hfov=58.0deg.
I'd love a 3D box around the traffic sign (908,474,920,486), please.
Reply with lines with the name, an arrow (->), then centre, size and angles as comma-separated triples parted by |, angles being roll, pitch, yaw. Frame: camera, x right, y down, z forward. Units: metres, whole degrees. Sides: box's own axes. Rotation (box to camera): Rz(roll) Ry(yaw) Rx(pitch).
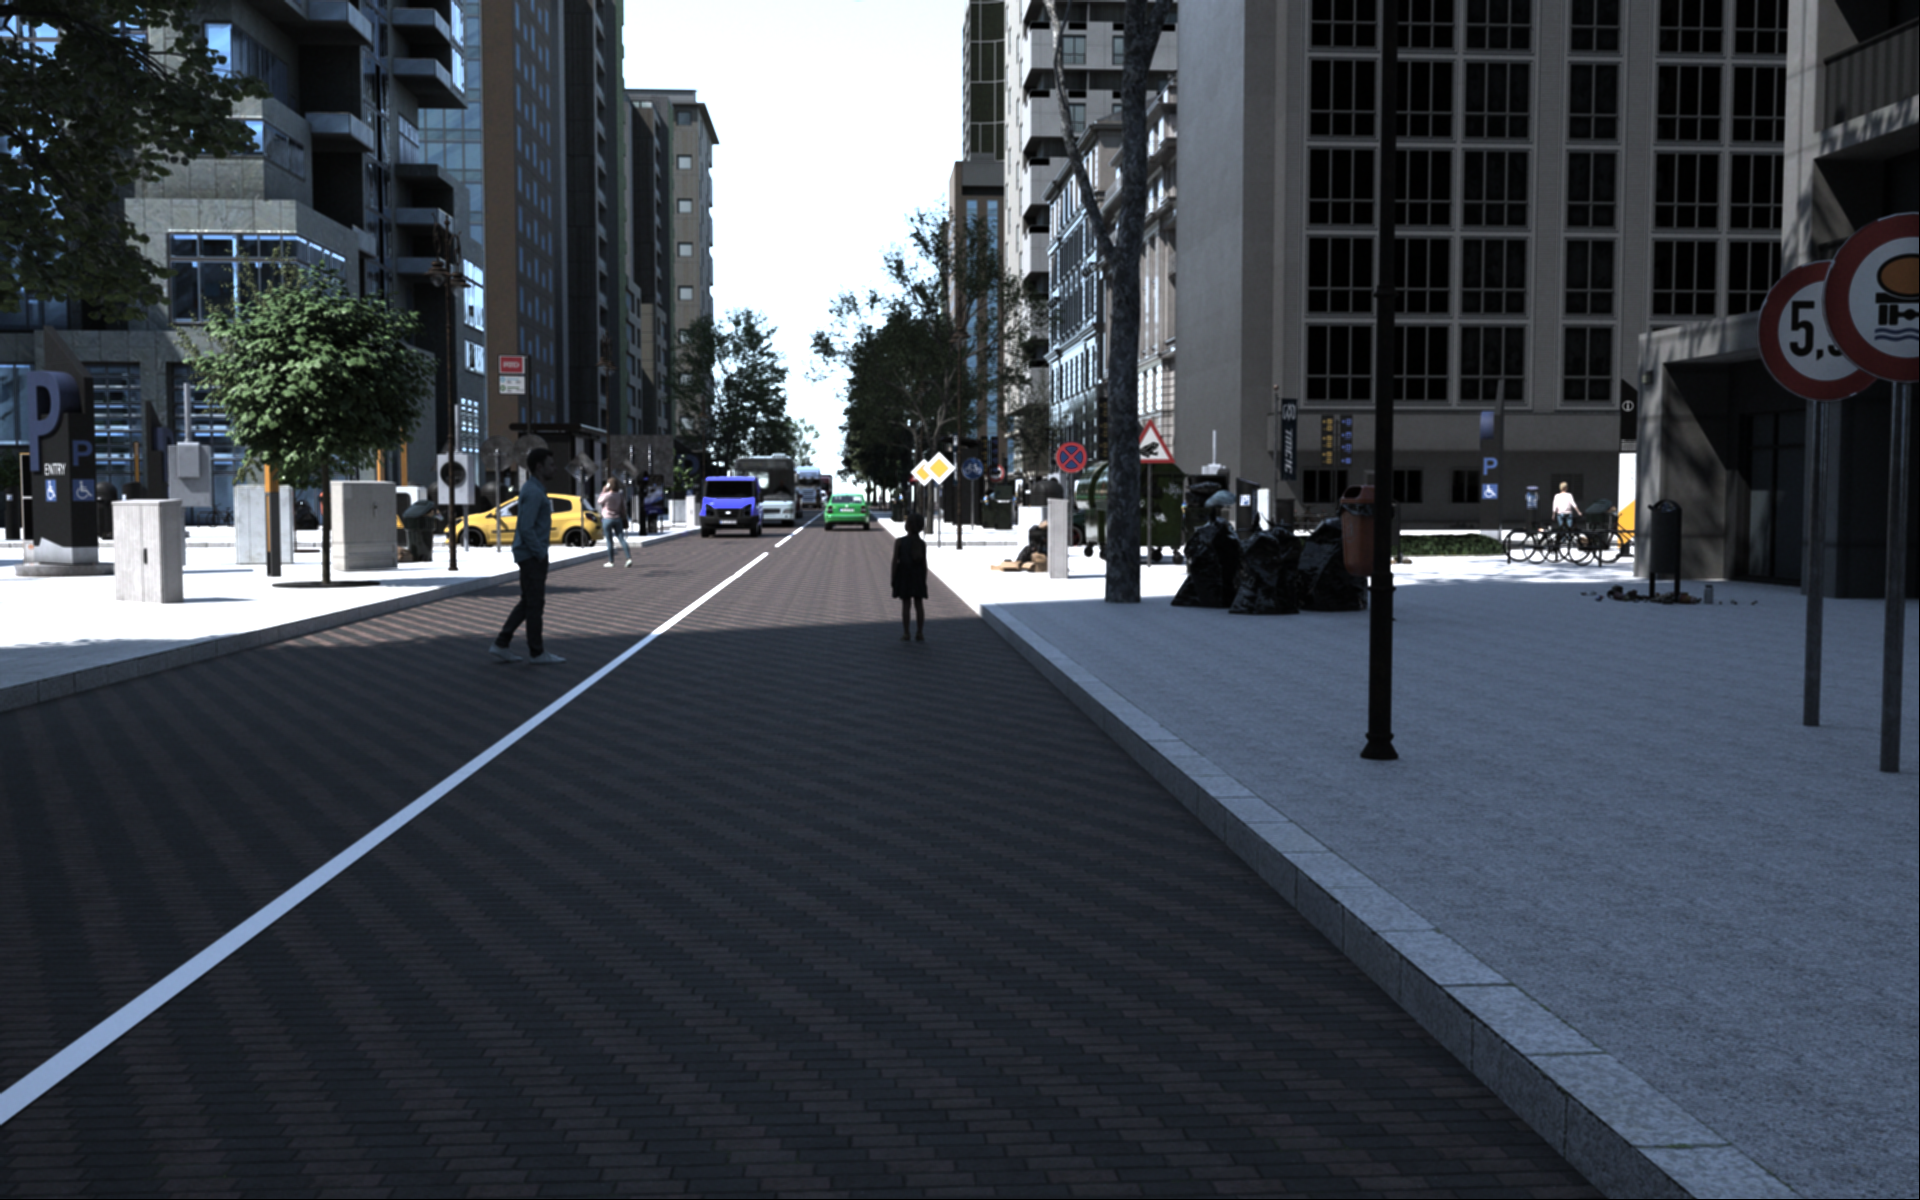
traffic sign -> -2.767, -6.411, 104.926 | 0.768, 2.556, 0.104 | 0, 4, -1

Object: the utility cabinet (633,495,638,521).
utility cabinet -> -15.460, -4.365, 82.525 | 0.306, 1.237, 1.020 | -1, 4, -18

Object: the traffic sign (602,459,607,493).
traffic sign -> -12.808, -3.844, 62.947 | 0.768, 2.556, 0.104 | 0, 4, 6

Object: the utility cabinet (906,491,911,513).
utility cabinet -> -3.369, -6.095, 108.330 | 0.318, 1.500, 1.173 | 1, 4, 13

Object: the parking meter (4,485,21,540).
parking meter -> -26.752, -2.475, 48.885 | 0.372, 1.533, 0.369 | 0, 3, 0

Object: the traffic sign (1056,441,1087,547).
traffic sign -> 2.692, -2.553, 41.854 | 0.768, 2.556, 0.104 | 0, 4, 6

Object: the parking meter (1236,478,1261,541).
parking meter -> 4.424, -1.113, 26.614 | 0.372, 1.533, 0.369 | 0, 3, 0

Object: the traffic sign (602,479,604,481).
traffic sign -> -14.161, -4.168, 68.246 | 0.768, 2.556, 0.104 | 0, 4, 3

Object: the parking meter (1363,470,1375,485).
parking meter -> 9.894, -2.205, 41.768 | 0.255, 1.863, 0.399 | 0, 4, -4

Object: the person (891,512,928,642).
person -> -0.493, -0.226, 16.863 | 0.362, 1.253, 0.373 | -1, 4, -13

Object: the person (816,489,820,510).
person -> -13.004, -9.171, 158.079 | 0.705, 1.869, 1.348 | -1, 4, -11

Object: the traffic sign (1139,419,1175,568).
traffic sign -> 3.293, -1.841, 30.104 | 0.884, 2.594, 0.081 | 0, 4, -3

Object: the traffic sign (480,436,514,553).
traffic sign -> -10.074, -2.303, 37.760 | 0.768, 2.556, 0.104 | 0, 3, 0

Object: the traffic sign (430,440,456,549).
traffic sign -> -11.964, -2.483, 40.595 | 0.884, 2.594, 0.081 | 0, 4, -3

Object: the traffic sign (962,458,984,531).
traffic sign -> 0.441, -3.702, 60.635 | 0.768, 2.556, 0.104 | 0, 4, -3

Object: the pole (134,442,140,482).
pole -> -32.223, -4.525, 67.829 | 0.158, 3.312, 0.155 | 0, 3, 0

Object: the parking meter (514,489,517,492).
parking meter -> -22.283, -4.830, 87.384 | 0.372, 1.533, 0.369 | 0, 3, 0

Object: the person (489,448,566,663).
person -> -3.687, -0.378, 14.706 | 0.620, 1.820, 0.660 | -1, 4, -21

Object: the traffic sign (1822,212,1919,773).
traffic sign -> 4.299, -0.479, 7.932 | 0.768, 2.556, 0.104 | 0, 4, 4

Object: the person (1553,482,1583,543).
person -> 15.805, -2.192, 45.008 | 0.731, 1.740, 0.598 | 1, 4, 14

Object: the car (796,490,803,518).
car -> -10.549, -5.833, 104.048 | 2.281, 1.827, 5.304 | 0, 4, -2

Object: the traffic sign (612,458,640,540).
traffic sign -> -9.285, -2.724, 48.181 | 0.795, 2.450, 0.064 | 0, 4, -4

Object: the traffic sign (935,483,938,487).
traffic sign -> -1.659, -6.529, 108.878 | 0.606, 2.300, 0.079 | 0, 4, 0

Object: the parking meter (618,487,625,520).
parking meter -> -15.676, -4.564, 80.329 | 0.399, 1.863, 0.255 | 1, 4, 18

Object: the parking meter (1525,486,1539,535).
parking meter -> 17.865, -2.794, 54.094 | 0.372, 1.533, 0.369 | 0, 3, 0

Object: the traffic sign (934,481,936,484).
traffic sign -> -1.484, -5.633, 92.198 | 0.768, 2.556, 0.104 | 0, 4, -2

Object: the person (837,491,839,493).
person -> -15.527, -12.978, 220.672 | 0.705, 1.826, 1.348 | -1, 4, -22

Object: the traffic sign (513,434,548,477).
traffic sign -> -9.155, -2.254, 36.952 | 0.768, 2.556, 0.104 | 0, 4, 2

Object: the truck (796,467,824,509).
truck -> -15.266, -11.356, 175.431 | 2.967, 4.110, 18.799 | 0, 4, -4

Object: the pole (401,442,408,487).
pole -> -15.154, -3.266, 47.249 | 0.158, 3.312, 0.155 | 0, 3, 0

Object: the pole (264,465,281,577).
pole -> -10.657, -2.016, 26.805 | 0.158, 3.312, 0.155 | 0, 3, 0

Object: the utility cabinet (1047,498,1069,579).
utility cabinet -> 1.509, -0.942, 26.561 | 0.306, 1.237, 1.020 | 0, 4, 1

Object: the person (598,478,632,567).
person -> -6.742, -1.526, 34.042 | 0.593, 1.750, 0.643 | -3, 5, -40

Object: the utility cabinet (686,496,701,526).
utility cabinet -> -10.755, -3.588, 69.818 | 0.306, 1.237, 1.020 | -2, 4, -29

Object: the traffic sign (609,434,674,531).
traffic sign -> -10.903, -3.995, 59.189 | 2.265, 3.308, 0.079 | 0, 4, 5

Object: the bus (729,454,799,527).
bus -> -8.784, -5.146, 78.996 | 2.948, 3.499, 13.247 | 0, 4, -5

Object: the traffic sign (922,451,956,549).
traffic sign -> -0.492, -2.268, 40.724 | 0.795, 2.450, 0.064 | 0, 4, -4

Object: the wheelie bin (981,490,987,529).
wheelie bin -> 1.119, -3.471, 64.663 | 0.693, 1.594, 0.980 | 0, 4, 1

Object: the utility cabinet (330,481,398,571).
utility cabinet -> -9.949, -1.241, 28.964 | 0.318, 1.500, 1.173 | 2, 4, 27

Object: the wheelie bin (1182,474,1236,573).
wheelie bin -> 4.016, -1.229, 28.002 | 0.980, 1.594, 0.693 | 1, 4, 23

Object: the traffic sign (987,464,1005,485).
traffic sign -> 1.493, -4.434, 72.599 | 0.768, 2.556, 0.104 | 0, 4, 4

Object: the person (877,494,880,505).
person -> -9.564, -11.798, 204.624 | 0.599, 1.433, 0.991 | 2, 4, 33

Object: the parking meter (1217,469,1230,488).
parking meter -> 6.000, -2.067, 39.512 | 0.255, 1.863, 0.399 | 1, 4, 15

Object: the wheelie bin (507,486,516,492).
wheelie bin -> -18.364, -3.804, 70.103 | 0.980, 1.594, 0.693 | 1, 4, 9

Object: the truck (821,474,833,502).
truck -> -19.643, -15.866, 248.315 | 2.839, 4.237, 11.283 | 0, 4, -2

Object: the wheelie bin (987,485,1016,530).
wheelie bin -> 1.537, -3.326, 62.288 | 0.980, 1.594, 0.693 | 0, 4, 1

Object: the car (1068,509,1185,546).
car -> 3.982, -2.119, 44.429 | 4.222, 1.686, 2.009 | 0, 4, -2

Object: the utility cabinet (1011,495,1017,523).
utility cabinet -> 2.597, -4.057, 77.500 | 1.020, 1.237, 0.306 | -2, 4, -23

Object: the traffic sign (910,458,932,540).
traffic sign -> -1.007, -2.755, 48.693 | 0.795, 2.450, 0.064 | 0, 4, -4

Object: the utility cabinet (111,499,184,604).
utility cabinet -> -9.649, -0.575, 20.561 | 1.020, 1.237, 0.306 | 2, 4, 34

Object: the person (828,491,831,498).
person -> -17.460, -13.741, 233.121 | 0.705, 1.831, 1.348 | -3, 5, -40

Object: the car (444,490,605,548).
car -> -11.045, -2.066, 44.007 | 3.980, 1.641, 2.015 | 0, 4, -5

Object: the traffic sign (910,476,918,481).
traffic sign -> -1.621, -4.361, 71.312 | 0.884, 2.594, 0.081 | 0, 4, 1

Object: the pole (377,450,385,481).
pole -> -16.556, -3.406, 49.532 | 0.158, 3.312, 0.155 | 0, 3, 0

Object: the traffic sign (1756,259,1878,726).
traffic sign -> 4.719, -0.576, 9.524 | 0.768, 2.556, 0.104 | 0, 4, 0

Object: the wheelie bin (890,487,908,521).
wheelie bin -> -2.896, -4.579, 82.781 | 0.693, 1.594, 0.980 | -3, 4, -36

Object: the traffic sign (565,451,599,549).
traffic sign -> -8.770, -2.237, 40.212 | 0.795, 2.450, 0.064 | 0, 4, -4

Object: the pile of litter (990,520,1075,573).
pile of litter -> 1.187, -0.903, 28.736 | 1.176, 0.858, 1.719 | -1, 4, -23

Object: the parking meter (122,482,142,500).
parking meter -> -17.805, -1.765, 37.271 | 0.372, 1.533, 0.369 | 0, 3, 0

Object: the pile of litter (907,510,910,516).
pile of litter -> -3.213, -4.990, 95.547 | 1.719, 0.858, 1.176 | 2, 4, 31
